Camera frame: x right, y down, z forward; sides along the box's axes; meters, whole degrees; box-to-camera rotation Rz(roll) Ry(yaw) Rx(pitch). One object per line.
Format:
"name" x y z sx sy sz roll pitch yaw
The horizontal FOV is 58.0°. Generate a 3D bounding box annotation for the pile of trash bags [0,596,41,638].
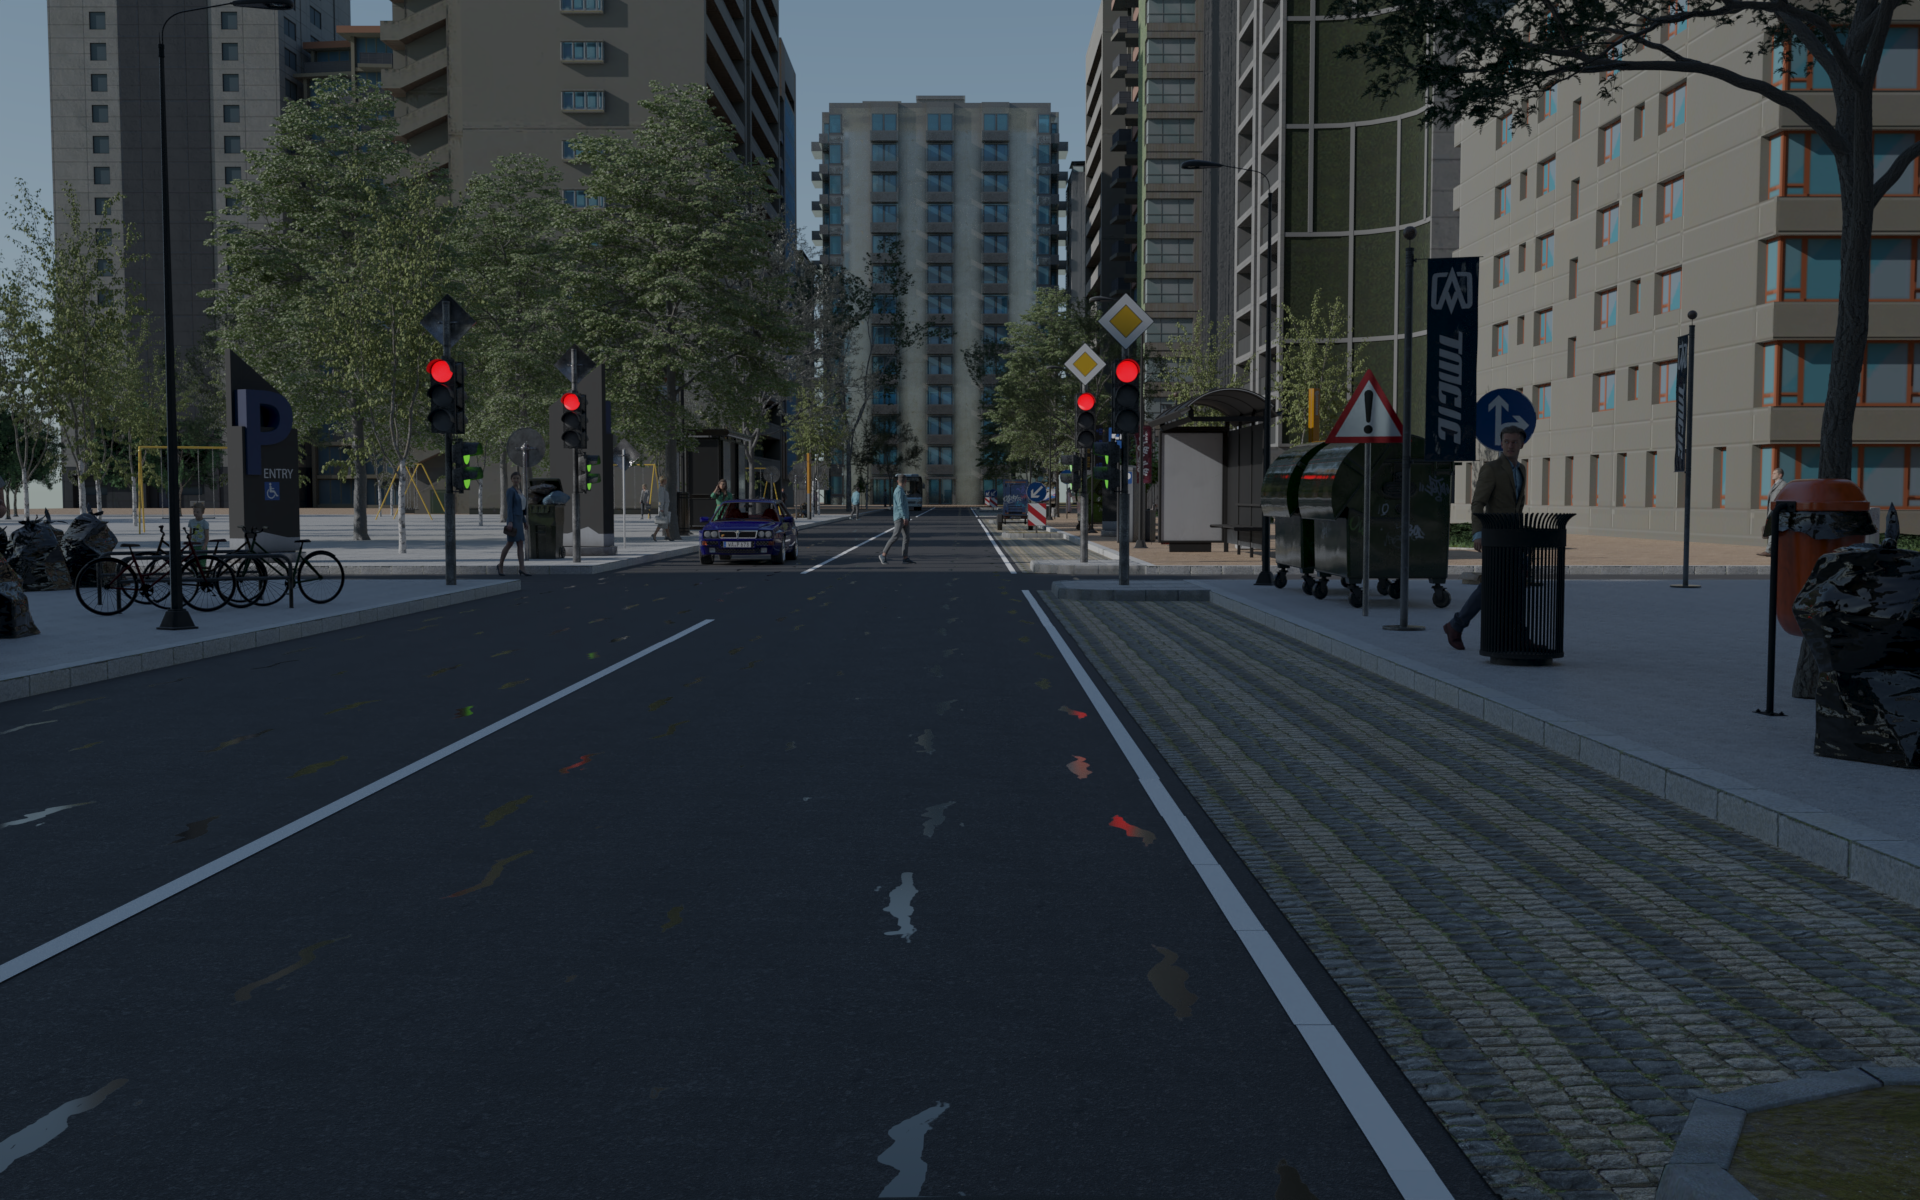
"pile of trash bags" -9.073 -0.269 14.151 1.912 1.369 3.447 0 4 -7

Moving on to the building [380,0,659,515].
"building" -26.410 -30.209 117.617 21.300 48.544 21.600 0 3 0

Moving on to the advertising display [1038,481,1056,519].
"advertising display" 4.391 -5.043 87.663 0.974 1.923 0.123 1 4 18

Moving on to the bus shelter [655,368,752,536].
"bus shelter" -8.488 -4.863 57.138 2.179 5.291 8.768 0 4 0

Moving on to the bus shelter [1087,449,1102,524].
"bus shelter" 6.001 -4.757 71.707 2.014 3.302 5.546 0 3 0

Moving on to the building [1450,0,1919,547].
"building" 34.034 -12.849 55.124 28.899 21.520 27.650 0 3 0

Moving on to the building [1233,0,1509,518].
"building" 24.374 -39.976 91.858 20.563 71.187 20.611 0 3 0

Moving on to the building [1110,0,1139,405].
"building" 23.564 -29.616 138.851 22.147 44.769 28.867 0 3 0

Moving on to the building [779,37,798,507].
"building" -23.568 -31.684 168.144 14.200 45.320 14.600 0 3 0

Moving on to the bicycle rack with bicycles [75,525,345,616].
"bicycle rack with bicycles" -8.529 -0.387 19.704 2.925 0.926 2.852 -2 4 -31

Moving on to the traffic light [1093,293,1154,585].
"traffic light" 2.297 -2.166 24.330 0.839 4.253 0.868 0 3 0

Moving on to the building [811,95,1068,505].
"building" -2.395 -36.167 210.936 30.456 49.044 23.786 0 3 0

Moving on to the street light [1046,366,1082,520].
"street light" 3.835 -5.525 62.872 1.470 5.913 1.316 0 3 0

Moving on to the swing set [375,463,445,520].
"swing set" -27.497 -5.470 87.049 2.862 2.851 3.119 0 4 0

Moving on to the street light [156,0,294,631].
"street light" -6.895 -2.675 16.271 1.470 5.913 1.316 0 3 0

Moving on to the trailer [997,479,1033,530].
"trailer" 2.201 -3.795 69.091 1.471 1.999 3.904 0 4 2

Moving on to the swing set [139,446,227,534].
"swing set" -25.577 -3.637 57.085 3.119 2.851 2.862 -1 4 -22

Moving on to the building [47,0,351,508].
"building" -70.459 -44.375 163.788 20.611 71.187 20.563 0 3 0

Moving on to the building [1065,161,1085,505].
"building" 19.870 -31.940 205.816 14.086 41.232 14.154 0 3 0

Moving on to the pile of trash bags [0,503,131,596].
"pile of trash bags" -13.242 -0.880 24.144 3.447 1.369 1.912 2 4 33

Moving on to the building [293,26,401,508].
"building" -45.580 -31.153 163.983 28.867 44.769 22.147 0 3 0

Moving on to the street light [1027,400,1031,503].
"street light" 3.887 -6.876 84.967 1.470 5.913 1.316 0 3 0

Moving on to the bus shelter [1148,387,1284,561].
"bus shelter" 5.148 -2.553 35.661 2.014 3.302 5.546 0 4 0

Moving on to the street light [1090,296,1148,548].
"street light" 3.744 -4.180 40.878 1.470 5.913 1.316 0 3 0

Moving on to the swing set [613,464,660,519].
"swing set" -17.537 -5.715 91.057 3.119 2.851 2.862 0 4 5

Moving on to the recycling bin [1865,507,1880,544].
"recycling bin" 16.840 -1.235 32.745 0.722 1.027 0.722 -2 4 -26

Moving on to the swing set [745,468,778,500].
"swing set" -12.653 -6.437 102.863 3.119 2.851 2.862 -2 4 -32

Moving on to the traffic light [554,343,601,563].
"traffic light" -7.155 -2.654 32.310 0.839 4.253 0.868 0 3 0

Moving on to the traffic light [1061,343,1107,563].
"traffic light" 2.306 -2.654 32.315 0.839 4.253 0.868 0 3 0

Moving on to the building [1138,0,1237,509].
"building" 18.886 -26.535 117.439 14.154 41.232 14.086 0 3 0

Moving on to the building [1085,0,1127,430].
"building" 23.214 -33.044 163.968 21.300 48.544 21.600 0 3 0

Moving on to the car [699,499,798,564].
"car" -4.420 -1.462 36.481 1.945 1.354 3.894 0 4 1

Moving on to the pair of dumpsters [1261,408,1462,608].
"pair of dumpsters" 4.881 -1.158 21.430 1.574 2.255 4.437 0 3 0

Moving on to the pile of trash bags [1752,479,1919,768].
"pile of trash bags" 5.086 0.066 8.677 1.912 1.369 3.447 0 4 -5

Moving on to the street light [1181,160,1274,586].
"street light" 3.769 -3.162 24.234 1.470 5.913 1.316 0 3 0

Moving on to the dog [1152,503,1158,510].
"dog" 9.491 -4.430 86.807 0.800 0.831 0.513 1 4 23

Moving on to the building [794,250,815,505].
"building" -24.727 -26.571 206.129 14.107 30.474 14.160 0 3 0

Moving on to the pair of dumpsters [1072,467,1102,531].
"pair of dumpsters" 4.757 -3.484 59.458 1.574 2.255 4.437 0 3 0

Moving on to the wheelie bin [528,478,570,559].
"wheelie bin" -8.194 -1.615 34.316 0.980 1.594 0.693 0 4 6

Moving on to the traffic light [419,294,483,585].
"traffic light" -7.164 -2.165 24.325 0.839 4.253 0.868 0 3 0

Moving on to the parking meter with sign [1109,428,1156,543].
"parking meter with sign" 4.624 -3.044 46.027 0.543 3.016 1.738 2 4 35

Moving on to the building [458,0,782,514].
"building" -26.195 -31.533 139.264 21.300 48.544 21.600 0 3 0
